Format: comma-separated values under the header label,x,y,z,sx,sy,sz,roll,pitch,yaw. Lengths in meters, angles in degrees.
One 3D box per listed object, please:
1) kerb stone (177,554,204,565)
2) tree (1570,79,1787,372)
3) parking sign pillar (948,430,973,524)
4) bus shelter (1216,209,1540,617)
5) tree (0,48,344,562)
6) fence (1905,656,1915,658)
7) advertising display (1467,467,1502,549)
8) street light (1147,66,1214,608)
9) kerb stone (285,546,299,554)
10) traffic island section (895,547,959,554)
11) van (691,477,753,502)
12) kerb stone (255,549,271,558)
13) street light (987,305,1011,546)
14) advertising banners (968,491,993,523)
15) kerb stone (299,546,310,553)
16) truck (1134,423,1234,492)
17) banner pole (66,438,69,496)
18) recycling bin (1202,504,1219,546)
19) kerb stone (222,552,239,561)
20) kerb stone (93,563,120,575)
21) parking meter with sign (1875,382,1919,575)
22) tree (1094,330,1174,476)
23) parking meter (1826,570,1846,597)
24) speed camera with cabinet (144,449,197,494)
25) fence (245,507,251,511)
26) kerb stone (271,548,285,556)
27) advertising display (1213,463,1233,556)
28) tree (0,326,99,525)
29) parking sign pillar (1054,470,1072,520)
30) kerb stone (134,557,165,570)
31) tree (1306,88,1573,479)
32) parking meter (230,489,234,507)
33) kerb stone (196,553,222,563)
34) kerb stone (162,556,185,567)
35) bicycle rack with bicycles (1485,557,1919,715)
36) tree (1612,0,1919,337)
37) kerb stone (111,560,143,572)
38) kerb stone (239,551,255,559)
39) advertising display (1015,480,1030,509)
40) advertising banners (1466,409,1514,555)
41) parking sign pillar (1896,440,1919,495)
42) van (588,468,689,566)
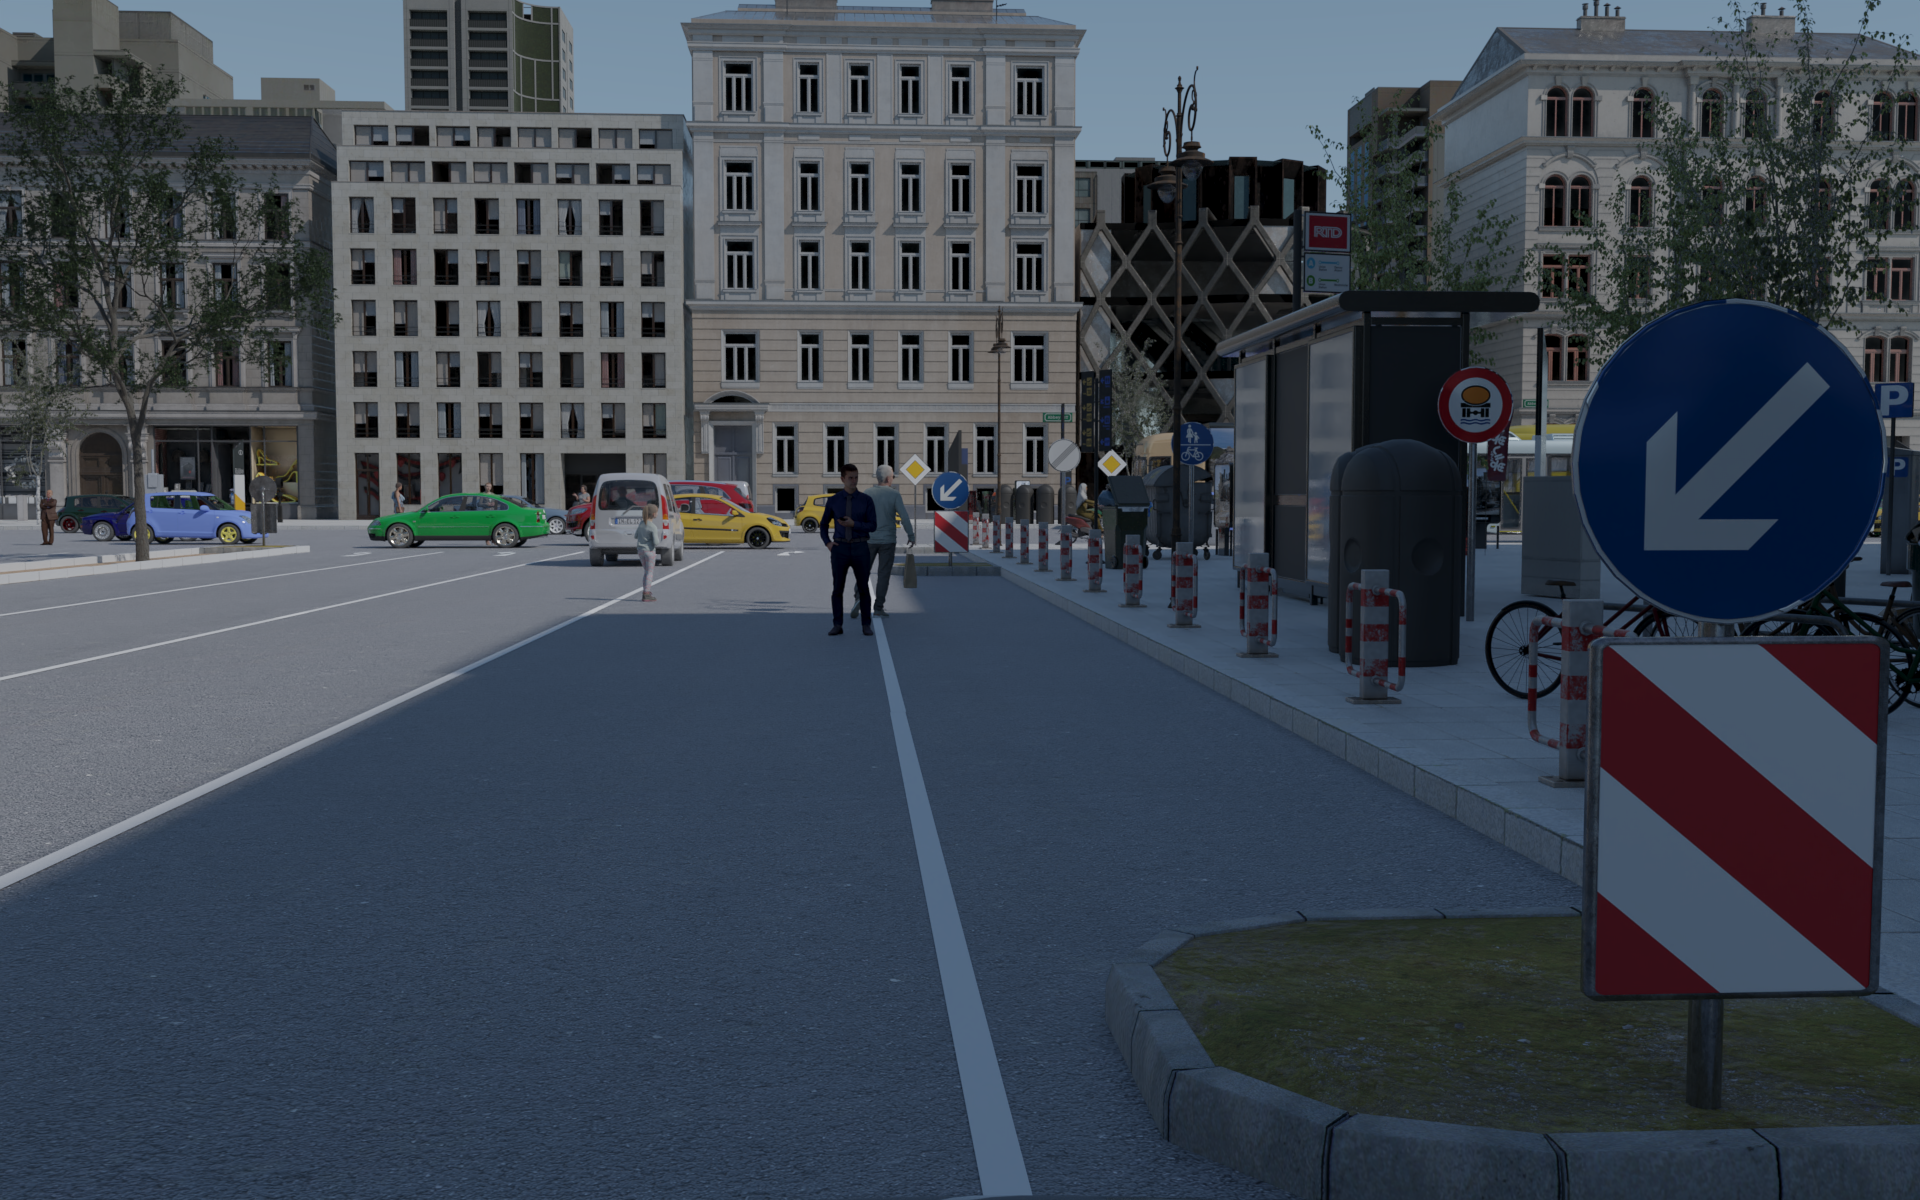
label,x,y,z,sx,sy,sz,roll,pitch,yaw
kerb stone,-15.693,-0.799,35.267,0.120,0.150,1.000,0,4,-4
tree,12.768,-4.949,31.274,4.737,8.622,4.395,0,3,0
parking sign pillar,-0.099,-5.202,73.525,1.447,3.967,1.447,-1,4,-21
bus shelter,4.682,-2.726,22.201,2.179,5.291,8.768,0,4,-4
tree,-16.562,-6.010,35.132,8.767,10.594,7.601,0,4,-4
fence,7.329,-0.058,12.153,0.480,1.192,2.264,1,4,8
advertising display,12.164,-2.162,40.569,0.974,1.923,0.123,1,4,12
street light,2.428,-2.846,19.321,0.468,5.910,1.993,0,4,-4
kerb stone,-16.097,-1.173,41.424,0.120,0.150,1.000,0,4,-4
traffic island section,-1.088,-1.270,43.051,2.009,0.180,2.903,0,4,-4
van,-8.670,-2.969,55.560,4.112,2.044,2.013,0,4,-3
kerb stone,-15.960,-1.048,39.375,0.120,0.150,1.000,0,4,-4
street light,0.963,-4.271,42.611,0.468,5.910,1.993,0,4,-4
advertising banners,0.538,-4.926,76.726,2.074,3.025,0.090,2,4,29
kerb stone,-16.156,-1.239,42.452,0.120,0.150,1.000,0,4,-4
truck,11.955,-4.918,69.318,11.283,4.237,2.839,0,4,-3
banner pole,-40.140,-5.375,77.894,0.401,3.779,0.863,-2,4,-24
recycling bin,6.241,-1.881,43.306,0.722,1.027,0.722,1,4,22
kerb stone,-15.830,-0.922,37.321,0.120,0.150,1.000,0,4,-4
kerb stone,-15.433,-0.540,31.162,0.120,0.150,1.000,0,4,-4
parking meter with sign,15.175,-1.933,27.862,0.543,3.016,1.738,3,5,40
tree,7.639,-7.741,76.932,4.360,8.622,3.978,0,3,0
parking meter,10.503,-0.764,20.907,0.372,1.533,0.369,0,3,0
speed camera with cabinet,-35.059,-5.053,76.944,2.038,3.252,0.660,-1,4,-13
fence,-45.047,-5.749,109.377,0.278,0.683,2.069,-1,4,-21
kerb stone,-16.027,-1.113,40.401,0.120,0.150,1.000,0,4,-4
advertising display,5.496,-1.885,36.038,0.123,1.923,0.974,-1,4,-12
tree,-38.440,-7.455,72.252,4.360,8.622,3.978,0,3,0
parking sign pillar,5.256,-5.947,85.704,1.447,3.967,1.447,0,4,-3
kerb stone,-15.563,-0.673,33.211,0.120,0.150,1.000,0,4,-4
tree,8.135,-4.978,31.745,4.737,8.622,4.395,0,3,0
parking meter,-33.842,-4.426,80.768,0.372,1.533,0.369,0,3,0
kerb stone,-15.756,-0.862,36.295,0.120,0.150,1.000,0,4,-4
kerb stone,-15.627,-0.735,34.236,0.120,0.150,1.000,0,4,-4
bicycle rack with bicycles,5.036,0.186,10.342,2.852,0.926,2.925,-2,4,-31
tree,11.701,-4.532,24.463,4.360,8.622,3.978,0,3,0
kerb stone,-15.503,-0.611,32.187,0.120,0.150,1.000,0,4,-4
kerb stone,-15.897,-0.988,38.350,0.120,0.150,1.000,0,4,-4
advertising display,2.930,-4.652,81.272,0.123,1.923,0.974,3,5,45
advertising banners,10.459,-2.446,36.181,2.074,3.025,0.090,1,4,21
parking sign pillar,47.398,-5.996,86.512,1.447,3.967,1.447,3,5,44
van,-6.652,-1.762,35.816,2.013,2.044,4.112,0,4,-5
